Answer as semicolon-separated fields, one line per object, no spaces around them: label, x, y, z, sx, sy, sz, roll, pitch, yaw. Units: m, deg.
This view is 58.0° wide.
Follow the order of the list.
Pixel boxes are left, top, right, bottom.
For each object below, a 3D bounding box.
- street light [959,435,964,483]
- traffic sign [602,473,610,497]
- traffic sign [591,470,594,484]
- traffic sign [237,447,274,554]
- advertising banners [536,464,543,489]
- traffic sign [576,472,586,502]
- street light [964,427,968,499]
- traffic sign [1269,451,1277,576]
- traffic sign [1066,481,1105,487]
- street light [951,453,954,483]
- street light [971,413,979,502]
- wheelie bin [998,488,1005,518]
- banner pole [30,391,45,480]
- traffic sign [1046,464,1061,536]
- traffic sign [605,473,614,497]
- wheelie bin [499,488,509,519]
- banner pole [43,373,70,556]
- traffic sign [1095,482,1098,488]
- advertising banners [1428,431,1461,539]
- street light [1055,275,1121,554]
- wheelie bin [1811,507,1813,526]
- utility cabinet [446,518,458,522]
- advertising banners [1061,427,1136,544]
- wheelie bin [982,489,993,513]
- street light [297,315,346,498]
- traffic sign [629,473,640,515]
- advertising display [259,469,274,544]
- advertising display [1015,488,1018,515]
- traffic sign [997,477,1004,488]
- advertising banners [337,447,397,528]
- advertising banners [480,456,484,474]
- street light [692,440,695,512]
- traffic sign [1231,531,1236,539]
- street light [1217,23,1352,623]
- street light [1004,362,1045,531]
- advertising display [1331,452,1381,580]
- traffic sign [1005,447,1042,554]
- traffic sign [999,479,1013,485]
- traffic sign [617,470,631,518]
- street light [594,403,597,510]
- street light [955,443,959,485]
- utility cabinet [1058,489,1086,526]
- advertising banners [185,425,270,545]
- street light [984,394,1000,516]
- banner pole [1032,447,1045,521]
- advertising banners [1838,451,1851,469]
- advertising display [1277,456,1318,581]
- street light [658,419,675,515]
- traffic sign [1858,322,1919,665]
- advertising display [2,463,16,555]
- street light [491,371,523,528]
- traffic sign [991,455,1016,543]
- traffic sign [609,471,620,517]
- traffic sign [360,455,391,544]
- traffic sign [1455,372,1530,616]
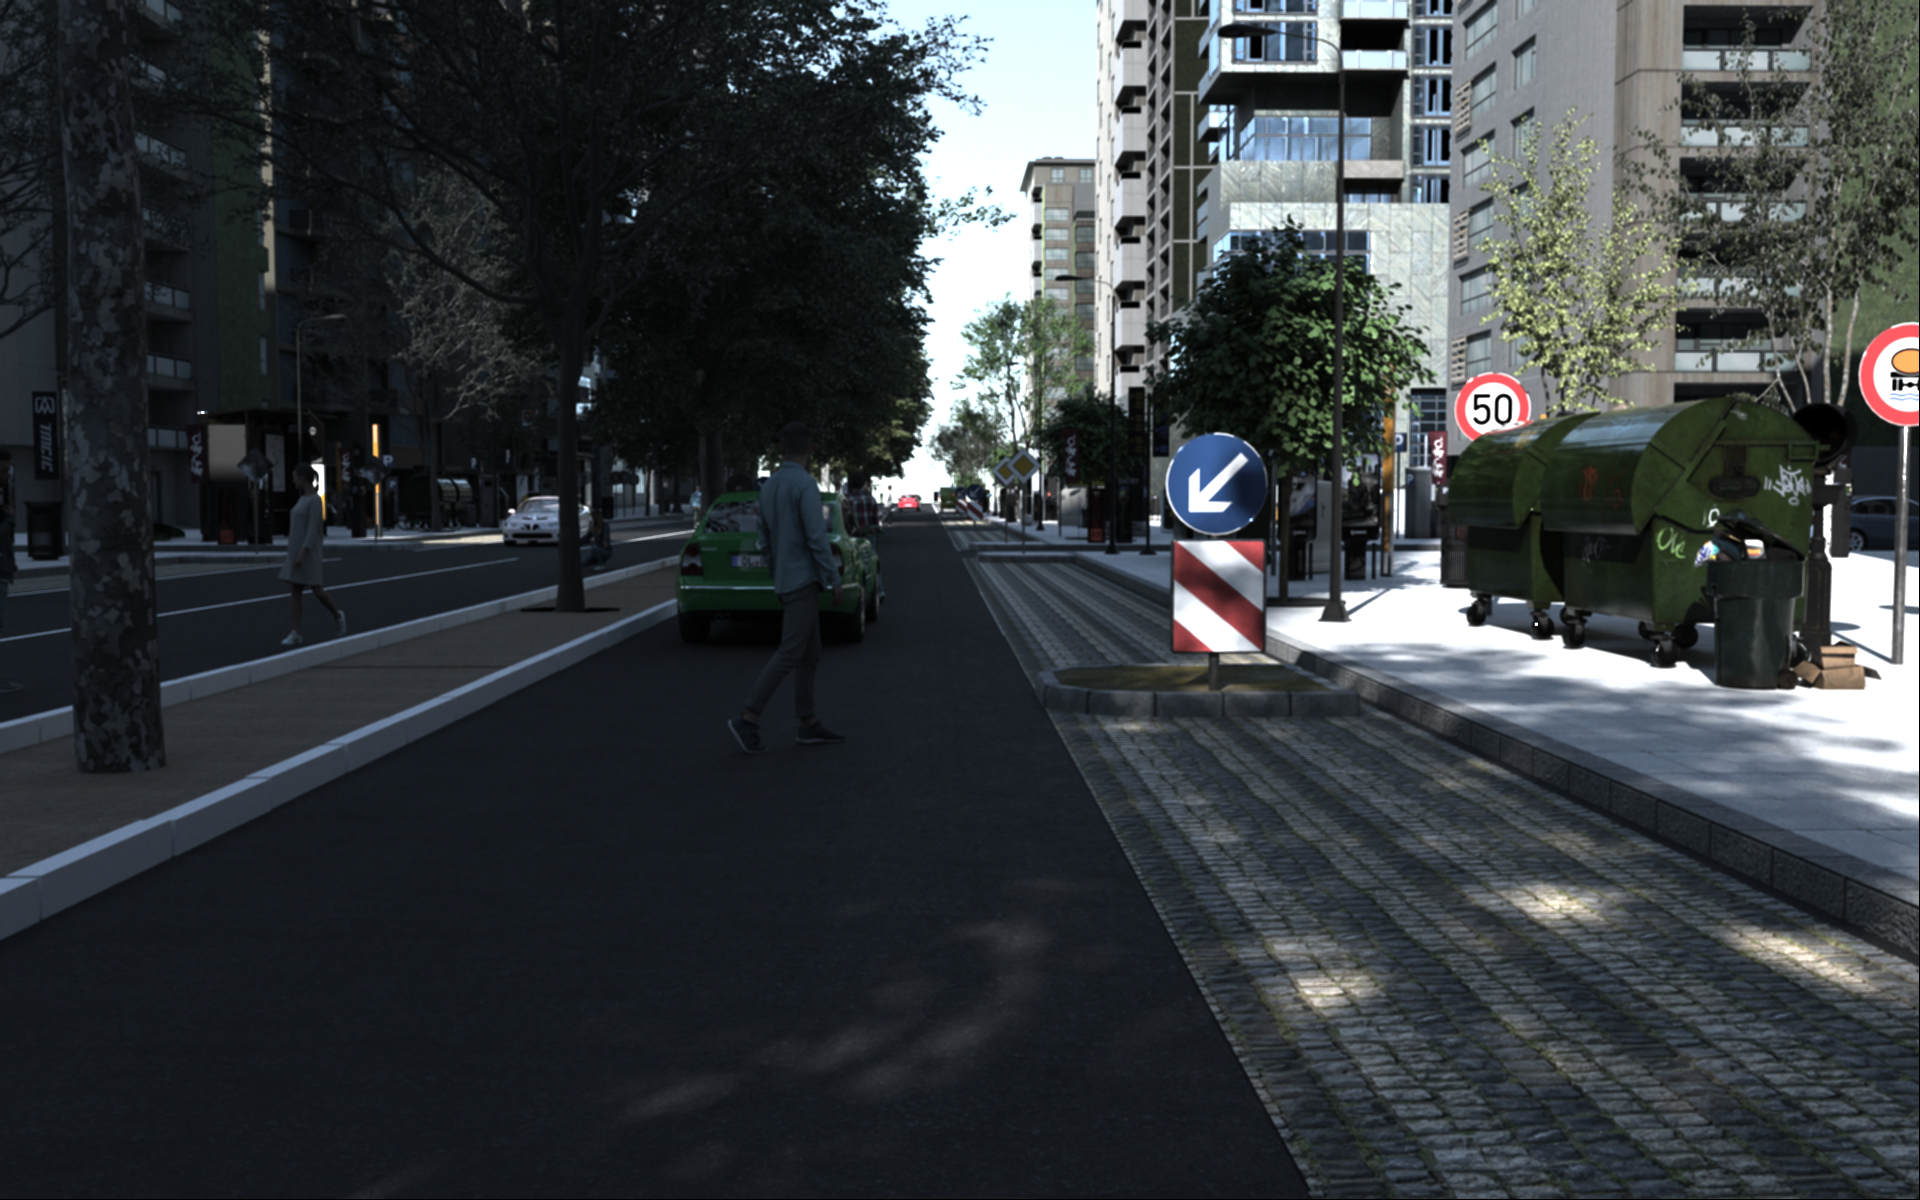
street light;0.892;-10.016;136.309;1.470;5.913;1.316;0;4;-1
traffic sign;-21.671;-6.515;106.631;0.768;2.556;0.104;0;4;2
traffic sign;-19.563;-5.581;91.349;0.768;2.556;0.104;0;4;4
traffic sign;-14.980;-2.031;36.852;0.795;2.450;0.064;0;4;-1
advertising banners;-24.265;-6.500;102.458;0.090;3.025;2.074;3;4;37
traffic sign;-17.543;-4.759;79.936;0.606;2.300;0.079;0;4;2
street light;1.186;-8.984;119.425;1.470;5.913;1.316;0;4;-1
traffic sign;4.929;-1.655;27.168;0.768;2.556;0.104;0;4;1
traffic sign;4.664;-3.907;57.759;2.265;3.308;0.079;0;4;8
street light;0.038;-12.496;176.843;1.470;5.913;1.316;0;4;-1
street light;1.490;-7.791;99.918;1.470;5.913;1.316;0;4;-1
wheelie bin;2.521;-5.179;92.590;0.980;1.594;0.693;-2;4;-24
banner pole;-19.480;-2.891;37.289;0.863;3.779;0.401;-2;4;-28
traffic sign;3.044;-3.220;52.649;0.884;2.594;0.081;0;4;5
traffic sign;-21.388;-6.496;106.316;0.768;2.556;0.104;0;4;2
wheelie bin;-23.325;-4.897;87.976;0.693;1.594;0.980;0;4;2
banner pole;-18.702;-2.826;36.214;0.401;3.779;0.863;-1;4;-10
traffic sign;4.283;-3.324;54.455;0.768;2.556;0.104;1;4;8
advertising banners;13.931;-3.152;47.718;2.074;3.025;0.090;1;4;9
street light;2.717;-3.935;36.884;1.470;5.913;1.316;0;4;-1
wheelie bin;36.100;-3.963;72.697;0.693;1.594;0.980;3;5;43
utility cabinet;-23.781;-4.259;80.797;0.306;1.237;1.020;-3;5;-44
advertising banners;3.600;-3.000;45.235;2.074;3.025;0.090;2;4;24
wheelie bin;1.736;-6.672;116.993;0.980;1.594;0.693;0;4;6
street light;-16.599;-4.433;45.018;1.470;5.913;1.316;0;4;-1
traffic sign;-20.076;-6.507;106.495;0.768;2.556;0.104;0;4;2
advertising display;-17.795;-2.399;44.430;0.123;1.923;0.974;-2;4;-35
advertising display;3.676;-6.286;107.984;0.974;1.923;0.123;0;4;-2
traffic sign;2.391;-5.793;94.820;0.768;2.556;0.104;0;4;0
advertising banners;-22.284;-4.216;65.125;2.074;3.025;0.090;-1;4;-15
advertising banners;-21.852;-5.125;79.979;0.090;3.025;2.074;0;4;1
street light;-18.068;-9.090;121.168;1.470;5.913;1.316;0;4;-1
traffic sign;4.329;-1.667;27.366;0.768;2.556;0.104;0;4;7
street light;3.241;-2.737;17.287;1.470;5.913;1.316;0;4;-1
street light;2.296;-5.405;60.907;1.470;5.913;1.316;0;4;-1
advertising display;5.906;-1.262;25.843;0.974;1.923;0.123;-3;4;-37
traffic sign;1.361;-2.049;37.148;0.795;2.450;0.064;0;4;-1
traffic sign;2.525;-5.778;94.576;0.768;2.556;0.104;0;4;7
traffic sign;-18.105;-5.705;93.386;0.768;2.556;0.104;0;4;2
street light;-17.455;-6.899;85.342;1.470;5.913;1.316;0;4;-1
street light;0.490;-11.275;156.881;1.470;5.913;1.316;0;4;-1
utility cabinet;4.457;-3.706;69.264;1.173;1.500;0.318;3;5;41
advertising banners;-18.485;-2.905;43.678;2.074;3.025;0.090;0;4;1
street light;1.962;-6.598;80.414;1.470;5.913;1.316;0;4;-1
banner pole;3.765;-5.604;81.646;0.863;3.779;0.401;2;4;30
advertising banners;24.235;-3.220;48.835;0.090;3.025;2.074;-2;4;-24
advertising display;4.988;-1.248;25.612;0.123;1.923;0.974;3;5;40
street light;-17.765;-8.151;105.802;1.470;5.913;1.316;0;4;-1
traffic sign;7.063;-0.787;12.974;0.768;2.556;0.104;0;4;0
advertising display;-19.987;-1.908;36.411;0.123;1.923;0.974;-1;4;-22
street light;-16.945;-5.656;65.015;1.470;5.913;1.316;0;4;-1
traffic sign;1.206;-2.538;45.131;0.795;2.450;0.064;0;4;-1
traffic sign;-18.858;-5.803;94.985;0.768;2.556;0.104;0;4;7
traffic sign;-15.136;-2.519;44.835;0.795;2.450;0.064;0;4;-1
traffic sign;5.585;-1.109;18.244;0.768;2.556;0.104;1;4;8
